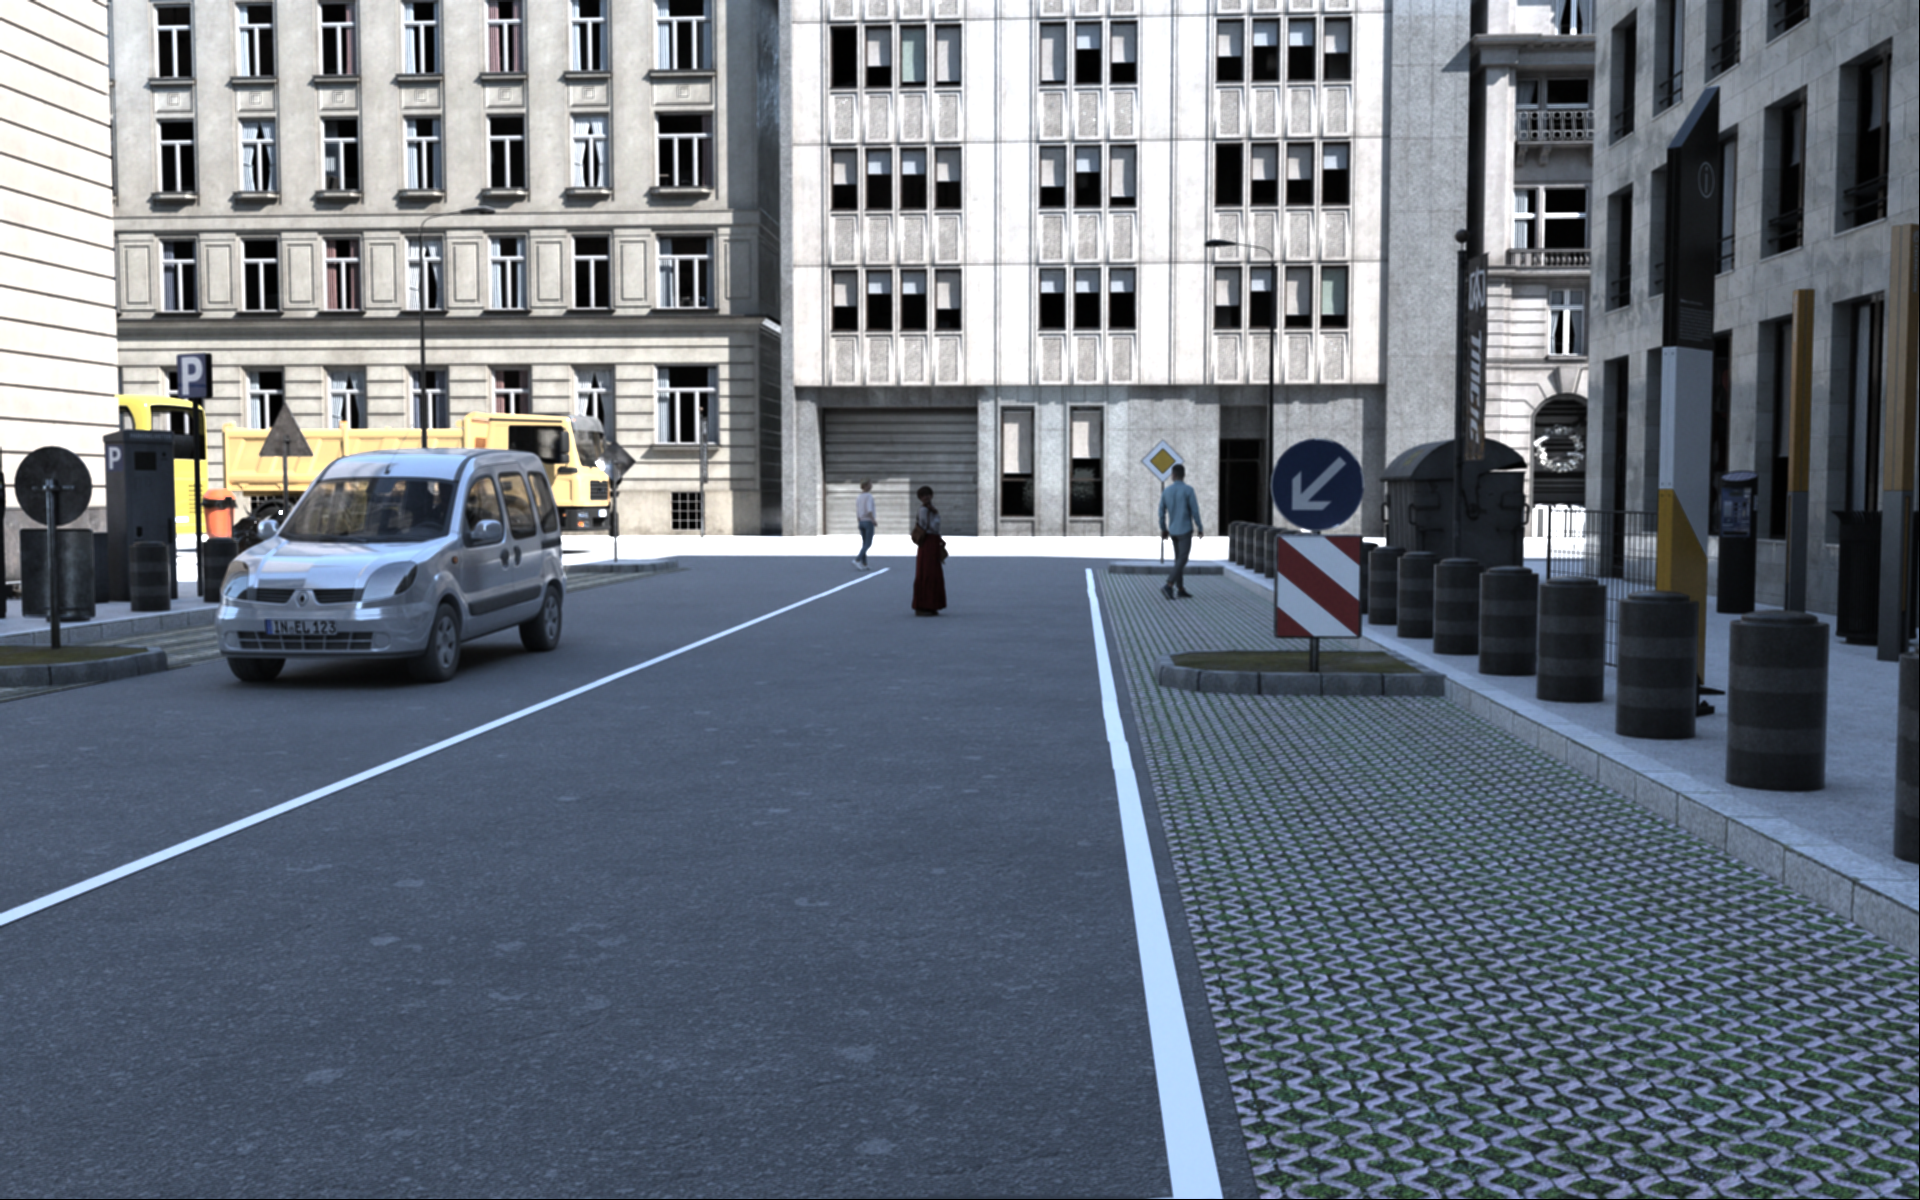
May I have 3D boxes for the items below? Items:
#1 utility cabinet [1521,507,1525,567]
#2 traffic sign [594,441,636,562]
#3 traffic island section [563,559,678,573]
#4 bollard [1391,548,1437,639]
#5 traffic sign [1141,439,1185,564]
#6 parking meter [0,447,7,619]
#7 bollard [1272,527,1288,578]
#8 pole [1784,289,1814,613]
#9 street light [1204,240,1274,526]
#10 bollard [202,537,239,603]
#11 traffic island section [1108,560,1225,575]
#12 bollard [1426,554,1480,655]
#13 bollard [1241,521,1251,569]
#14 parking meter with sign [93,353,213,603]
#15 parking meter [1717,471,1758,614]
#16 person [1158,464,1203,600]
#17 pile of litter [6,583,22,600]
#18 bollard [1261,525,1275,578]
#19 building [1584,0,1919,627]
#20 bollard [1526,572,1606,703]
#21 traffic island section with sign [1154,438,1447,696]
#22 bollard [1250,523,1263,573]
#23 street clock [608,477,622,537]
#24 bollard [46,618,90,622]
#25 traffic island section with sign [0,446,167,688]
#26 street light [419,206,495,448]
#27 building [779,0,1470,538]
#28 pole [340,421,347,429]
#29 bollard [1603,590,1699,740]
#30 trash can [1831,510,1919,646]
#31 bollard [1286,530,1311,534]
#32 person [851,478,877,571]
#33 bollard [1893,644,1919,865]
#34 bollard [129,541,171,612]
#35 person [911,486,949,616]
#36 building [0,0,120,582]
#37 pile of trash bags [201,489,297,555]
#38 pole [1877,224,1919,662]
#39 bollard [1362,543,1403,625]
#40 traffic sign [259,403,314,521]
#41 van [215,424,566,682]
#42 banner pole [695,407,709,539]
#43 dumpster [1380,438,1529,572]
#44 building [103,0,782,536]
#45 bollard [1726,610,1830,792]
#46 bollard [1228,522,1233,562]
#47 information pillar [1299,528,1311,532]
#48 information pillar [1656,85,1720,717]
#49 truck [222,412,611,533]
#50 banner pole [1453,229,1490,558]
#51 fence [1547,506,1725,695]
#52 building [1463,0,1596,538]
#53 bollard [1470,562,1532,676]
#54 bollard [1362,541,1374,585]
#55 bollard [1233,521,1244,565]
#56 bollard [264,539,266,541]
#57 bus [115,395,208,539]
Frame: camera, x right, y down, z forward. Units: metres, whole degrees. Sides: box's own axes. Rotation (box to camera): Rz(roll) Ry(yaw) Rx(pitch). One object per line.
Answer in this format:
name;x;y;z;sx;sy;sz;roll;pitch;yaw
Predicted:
utility cabinet;7.908;-0.861;25.235;0.306;1.237;1.020;3;4;36
traffic sign;-6.491;-1.771;32.606;0.795;2.450;0.064;0;4;4
traffic island section;-6.515;-0.635;32.670;2.009;0.180;2.903;0;4;4
bollard;4.132;-0.050;15.536;0.404;0.777;0.398;0;3;0
traffic sign;3.729;-1.728;31.902;0.795;2.450;0.064;0;4;4
parking meter;-10.028;-0.736;17.748;0.399;1.863;0.255;0;4;6
bollard;4.768;-0.627;24.961;0.404;0.777;0.398;0;3;0
pole;8.423;-1.440;17.389;0.158;3.312;0.155;0;3;0
street light;5.160;-3.622;31.756;1.470;5.913;1.316;0;4;4
bollard;-8.803;-0.362;20.634;0.404;0.777;0.398;0;3;0
traffic island section;3.753;-0.593;31.977;2.009;0.180;2.903;0;4;4
bollard;4.025;0.047;13.955;0.404;0.777;0.398;0;3;0
bollard;5.086;-0.916;29.701;0.404;0.777;0.398;0;3;0
parking meter with sign;-9.919;-1.507;20.899;0.543;3.016;1.738;2;4;29
parking meter;8.379;-0.627;18.666;0.372;1.533;0.369;0;3;0
person;2.935;-0.932;23.602;0.748;1.841;0.638;-3;4;-38
pile of litter;-12.177;-0.453;21.369;1.719;0.858;1.176;3;5;40
bollard;4.874;-0.723;26.544;0.404;0.777;0.398;0;3;0
building;14.477;-9.987;18.039;10.420;20.320;16.860;0;4;4
bollard;3.814;0.239;10.809;0.404;0.777;0.398;0;3;0
traffic island section with sign;2.502;-0.278;13.177;1.989;1.847;2.006;0;4;4
bollard;4.982;-0.821;28.132;0.404;0.777;0.398;0;3;0
street clock;-10.276;-2.867;51.447;0.358;2.002;0.471;2;4;34
bollard;-9.014;-0.169;17.484;0.404;0.777;0.398;0;3;0
traffic island section with sign;-7.464;-0.306;13.639;1.989;1.847;2.006;0;4;4
street light;-8.199;-3.402;28.163;1.470;5.913;1.316;0;4;4
building;5.020;-14.562;56.114;19.932;24.808;12.078;0;4;4
pole;-17.195;-3.336;48.380;0.158;3.312;0.155;0;3;0
bollard;3.708;0.336;9.217;0.404;0.777;0.398;0;3;0
trash can;7.845;-0.193;14.806;0.748;1.137;0.748;0;3;0
bollard;4.662;-0.531;23.392;0.404;0.777;0.398;0;3;0
person;-1.795;-1.422;32.413;0.731;1.740;0.598;3;5;43
bollard;3.499;0.530;6.055;0.404;0.777;0.398;0;3;0
bollard;-8.913;-0.265;19.056;0.404;0.777;0.398;0;3;0
person;-0.365;-0.577;20.397;0.387;1.526;0.523;1;4;18
building;-26.097;-13.792;22.766;25.104;27.353;12.463;0;4;4
pile of trash bags;-12.842;-1.380;32.323;1.912;1.369;3.447;1;4;15
pole;7.183;-1.186;13.236;0.158;3.312;0.155;0;3;0
bollard;4.240;-0.146;17.105;0.404;0.777;0.398;0;3;0
traffic sign;-9.594;-1.507;24.647;0.884;2.594;0.081;1;4;14
van;-4.632;-0.460;14.534;2.013;2.044;4.112;0;4;4
banner pole;-7.355;-3.651;49.705;0.401;3.779;0.863;-2;4;-24
dumpster;5.276;-0.781;18.535;1.264;1.857;1.865;0;4;4
building;-19.764;-13.876;60.160;30.059;22.955;16.112;0;4;4
bollard;3.602;0.433;7.637;0.404;0.777;0.398;0;3;0
bollard;5.296;-1.109;32.842;0.404;0.777;0.398;0;3;0
information pillar;9.855;-2.749;49.435;0.304;2.012;0.304;0;4;-2
information pillar;4.163;-1.135;9.908;0.504;3.616;0.183;-3;5;-43
truck;-12.739;-2.840;42.357;9.791;3.379;3.469;0;4;5
banner pole;4.769;-1.605;16.252;0.401;3.779;0.863;0;4;-5
fence;4.564;-0.058;12.150;0.480;1.192;2.264;0;4;-5
building;26.969;-13.027;54.795;24.055;21.916;13.314;0;4;4
bollard;3.920;0.143;12.378;0.404;0.777;0.398;0;3;0
bollard;4.346;-0.242;18.673;0.404;0.777;0.398;0;3;0
bollard;5.191;-1.013;31.273;0.404;0.777;0.398;0;3;0
bollard;-8.698;-0.458;22.202;0.404;0.777;0.398;0;3;0
bus;-23.245;-2.878;38.605;12.252;3.916;2.896;0;4;5
